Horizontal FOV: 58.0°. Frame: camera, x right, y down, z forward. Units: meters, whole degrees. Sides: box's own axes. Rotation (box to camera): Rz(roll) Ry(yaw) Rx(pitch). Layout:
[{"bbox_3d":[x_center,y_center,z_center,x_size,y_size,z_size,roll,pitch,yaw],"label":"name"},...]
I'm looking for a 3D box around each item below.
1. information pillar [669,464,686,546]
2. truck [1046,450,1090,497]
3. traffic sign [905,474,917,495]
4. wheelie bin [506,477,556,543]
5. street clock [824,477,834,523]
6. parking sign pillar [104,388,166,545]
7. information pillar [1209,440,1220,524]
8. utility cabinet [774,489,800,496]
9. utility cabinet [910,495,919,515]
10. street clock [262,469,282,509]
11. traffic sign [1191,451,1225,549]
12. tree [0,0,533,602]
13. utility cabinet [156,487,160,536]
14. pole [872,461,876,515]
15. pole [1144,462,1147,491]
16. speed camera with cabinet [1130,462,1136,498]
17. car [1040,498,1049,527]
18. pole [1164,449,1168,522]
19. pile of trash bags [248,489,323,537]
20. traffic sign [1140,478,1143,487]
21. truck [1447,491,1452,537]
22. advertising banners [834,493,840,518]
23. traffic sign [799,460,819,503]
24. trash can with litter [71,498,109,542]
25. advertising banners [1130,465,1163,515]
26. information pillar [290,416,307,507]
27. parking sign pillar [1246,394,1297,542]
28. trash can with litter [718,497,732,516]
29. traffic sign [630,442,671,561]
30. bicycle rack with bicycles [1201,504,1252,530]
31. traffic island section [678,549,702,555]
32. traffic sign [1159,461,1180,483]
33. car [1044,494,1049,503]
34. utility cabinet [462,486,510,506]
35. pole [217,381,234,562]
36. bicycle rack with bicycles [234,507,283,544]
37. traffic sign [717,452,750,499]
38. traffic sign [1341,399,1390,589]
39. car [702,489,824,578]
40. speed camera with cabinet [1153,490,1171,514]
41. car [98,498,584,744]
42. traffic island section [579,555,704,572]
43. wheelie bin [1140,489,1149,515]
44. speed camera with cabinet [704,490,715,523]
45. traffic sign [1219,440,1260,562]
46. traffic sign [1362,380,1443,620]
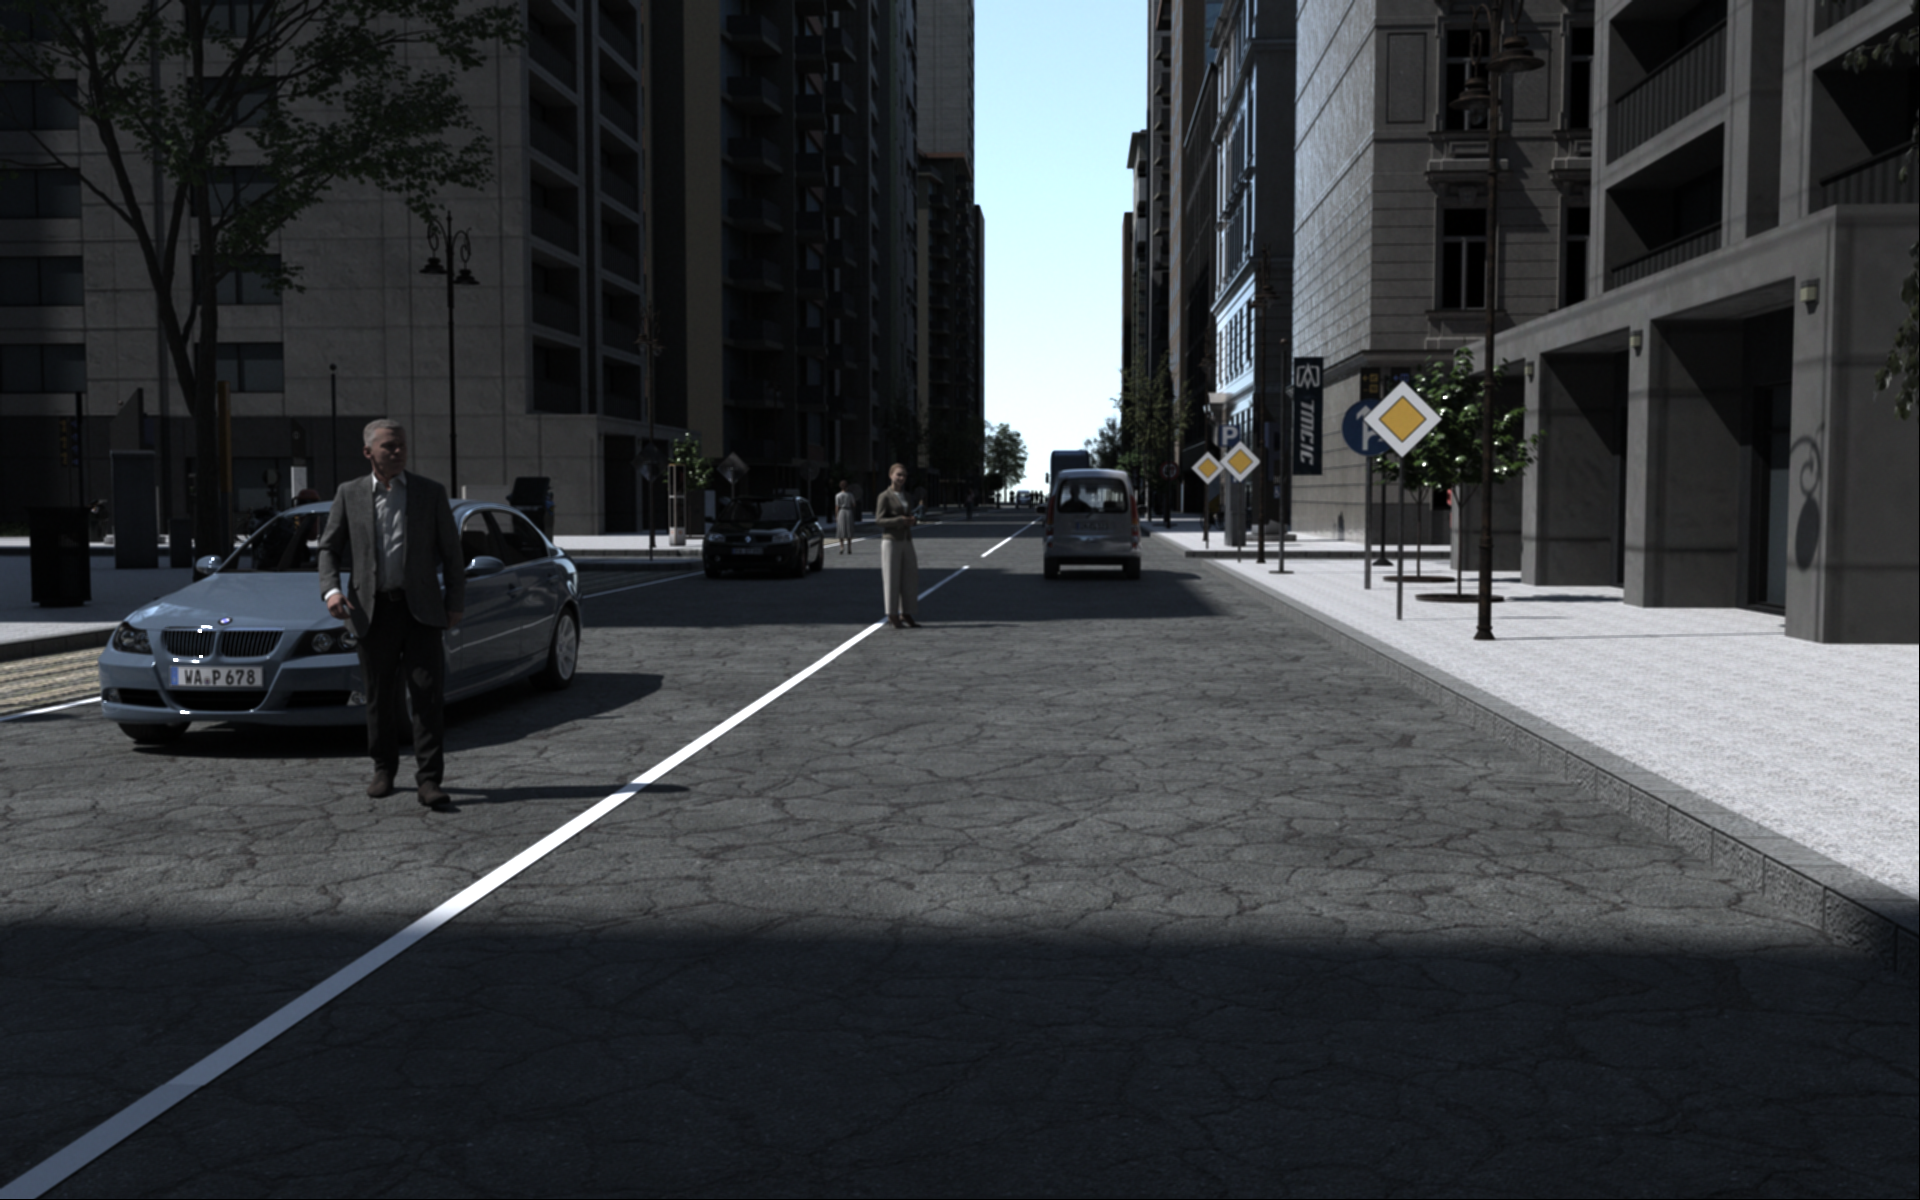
[{"bbox_3d":[-6.999,-2.347,42.863,0.304,2.012,0.304,-3,5,-39],"label":"information pillar"},{"bbox_3d":[6.514,-6.781,100.630,2.967,4.110,18.799,0,4,2],"label":"truck"},{"bbox_3d":[-3.028,-6.537,106.988,0.768,2.556,0.104,1,4,11],"label":"traffic sign"},{"bbox_3d":[-7.863,-1.463,31.824,0.980,1.594,0.693,0,4,7],"label":"wheelie bin"},{"bbox_3d":[-5.692,-4.340,75.536,0.358,2.002,0.471,2,4,27],"label":"street clock"},{"bbox_3d":[-21.257,-3.427,44.510,1.447,3.967,1.447,2,4,33],"label":"parking sign pillar"},{"bbox_3d":[10.860,-5.062,74.120,0.504,3.616,0.183,0,4,-1],"label":"information pillar"},{"bbox_3d":[-8.082,-4.412,80.807,1.173,1.500,0.318,-1,4,-20],"label":"utility cabinet"},{"bbox_3d":[-2.886,-5.807,106.103,1.020,1.237,0.306,1,4,20],"label":"utility cabinet"},{"bbox_3d":[-19.810,-2.773,49.906,0.471,2.002,0.358,0,4,8],"label":"street clock"},{"bbox_3d":[5.774,-2.249,40.411,0.795,2.450,0.064,0,4,4],"label":"traffic sign"},{"bbox_3d":[-9.136,-5.785,20.345,9.928,11.665,9.643,0,3,0],"label":"tree"},{"bbox_3d":[-23.965,-2.551,50.386,1.173,1.500,0.318,-3,4,-36],"label":"utility cabinet"},{"bbox_3d":[-5.251,-6.842,105.712,0.158,3.312,0.155,0,3,0],"label":"pole"},{"bbox_3d":[11.921,-7.198,111.536,0.158,3.312,0.155,0,3,0],"label":"pole"},{"bbox_3d":[10.498,-6.898,107.121,0.660,3.252,2.038,1,4,10],"label":"speed camera with cabinet"},{"bbox_3d":[4.585,-3.945,76.863,2.083,1.381,4.827,0,4,3],"label":"car"},{"bbox_3d":[9.349,-5.178,78.510,0.158,3.312,0.155,0,3,0],"label":"pole"},{"bbox_3d":[-11.423,-1.258,30.326,1.912,1.369,3.447,-1,4,-21],"label":"pile of trash bags"},{"bbox_3d":[11.301,-6.580,109.705,0.606,2.300,0.079,1,4,13],"label":"traffic sign"},{"bbox_3d":[15.587,-2.925,36.744,11.283,4.237,2.839,0,4,3],"label":"truck"},{"bbox_3d":[-6.518,-6.017,94.572,0.090,3.025,2.074,1,4,13],"label":"advertising banners"},{"bbox_3d":[-5.706,-4.004,65.576,0.768,2.556,0.104,0,4,5],"label":"traffic sign"},{"bbox_3d":[-23.162,-2.116,45.980,1.055,1.170,0.624,1,4,15],"label":"trash can with litter"},{"bbox_3d":[11.389,-6.673,105.293,2.074,3.025,0.090,1,4,10],"label":"advertising banners"},{"bbox_3d":[-20.038,-3.738,52.477,0.183,3.616,0.504,2,4,33],"label":"information pillar"},{"bbox_3d":[8.452,-3.589,47.154,1.447,3.967,1.447,3,4,38],"label":"parking sign pillar"},{"bbox_3d":[-8.859,-3.377,66.598,0.624,1.170,1.055,-3,4,-37],"label":"trash can with litter"},{"bbox_3d":[-5.929,-1.809,33.212,0.795,2.450,0.064,0,4,4],"label":"traffic sign"},{"bbox_3d":[9.855,-2.945,61.534,2.925,0.926,2.852,-1,4,-22],"label":"bicycle rack with bicycles"},{"bbox_3d":[-5.417,-1.160,41.243,2.009,0.180,2.903,0,4,4],"label":"traffic island section"},{"bbox_3d":[7.962,-4.021,65.855,0.768,2.556,0.104,1,4,11],"label":"traffic sign"},{"bbox_3d":[14.118,-16.049,272.616,2.015,1.641,3.980,0,4,2],"label":"car"},{"bbox_3d":[-12.394,-2.240,45.301,1.173,1.500,0.318,-2,4,-34],"label":"utility cabinet"},{"bbox_3d":[-13.284,-2.293,31.338,0.158,3.312,0.155,0,3,0],"label":"pole"},{"bbox_3d":[-18.426,-1.987,45.866,2.925,0.926,2.852,-1,4,-20],"label":"bicycle rack with bicycles"},{"bbox_3d":[-5.393,-2.296,41.180,0.795,2.450,0.064,0,4,4],"label":"traffic sign"},{"bbox_3d":[5.499,-1.418,23.285,0.768,2.556,0.104,1,4,8],"label":"traffic sign"},{"bbox_3d":[-3.468,-1.294,30.938,2.009,1.686,4.222,0,4,2],"label":"car"},{"bbox_3d":[12.698,-6.996,108.719,0.660,3.252,2.038,-1,4,-10],"label":"speed camera with cabinet"},{"bbox_3d":[-3.839,0.030,11.519,2.014,1.417,4.499,0,4,4],"label":"car"},{"bbox_3d":[-5.953,-0.672,33.276,2.009,0.180,2.903,0,4,4],"label":"traffic island section"},{"bbox_3d":[11.107,-5.907,104.485,0.693,1.594,0.980,0,4,3],"label":"wheelie bin"},{"bbox_3d":[-11.829,-5.147,78.485,0.660,3.252,2.038,-3,4,-38],"label":"speed camera with cabinet"},{"bbox_3d":[5.239,-1.762,32.444,0.795,2.450,0.064,0,4,4],"label":"traffic sign"},{"bbox_3d":[4.474,-1.002,17.571,0.795,2.450,0.064,1,4,9],"label":"traffic sign"}]
